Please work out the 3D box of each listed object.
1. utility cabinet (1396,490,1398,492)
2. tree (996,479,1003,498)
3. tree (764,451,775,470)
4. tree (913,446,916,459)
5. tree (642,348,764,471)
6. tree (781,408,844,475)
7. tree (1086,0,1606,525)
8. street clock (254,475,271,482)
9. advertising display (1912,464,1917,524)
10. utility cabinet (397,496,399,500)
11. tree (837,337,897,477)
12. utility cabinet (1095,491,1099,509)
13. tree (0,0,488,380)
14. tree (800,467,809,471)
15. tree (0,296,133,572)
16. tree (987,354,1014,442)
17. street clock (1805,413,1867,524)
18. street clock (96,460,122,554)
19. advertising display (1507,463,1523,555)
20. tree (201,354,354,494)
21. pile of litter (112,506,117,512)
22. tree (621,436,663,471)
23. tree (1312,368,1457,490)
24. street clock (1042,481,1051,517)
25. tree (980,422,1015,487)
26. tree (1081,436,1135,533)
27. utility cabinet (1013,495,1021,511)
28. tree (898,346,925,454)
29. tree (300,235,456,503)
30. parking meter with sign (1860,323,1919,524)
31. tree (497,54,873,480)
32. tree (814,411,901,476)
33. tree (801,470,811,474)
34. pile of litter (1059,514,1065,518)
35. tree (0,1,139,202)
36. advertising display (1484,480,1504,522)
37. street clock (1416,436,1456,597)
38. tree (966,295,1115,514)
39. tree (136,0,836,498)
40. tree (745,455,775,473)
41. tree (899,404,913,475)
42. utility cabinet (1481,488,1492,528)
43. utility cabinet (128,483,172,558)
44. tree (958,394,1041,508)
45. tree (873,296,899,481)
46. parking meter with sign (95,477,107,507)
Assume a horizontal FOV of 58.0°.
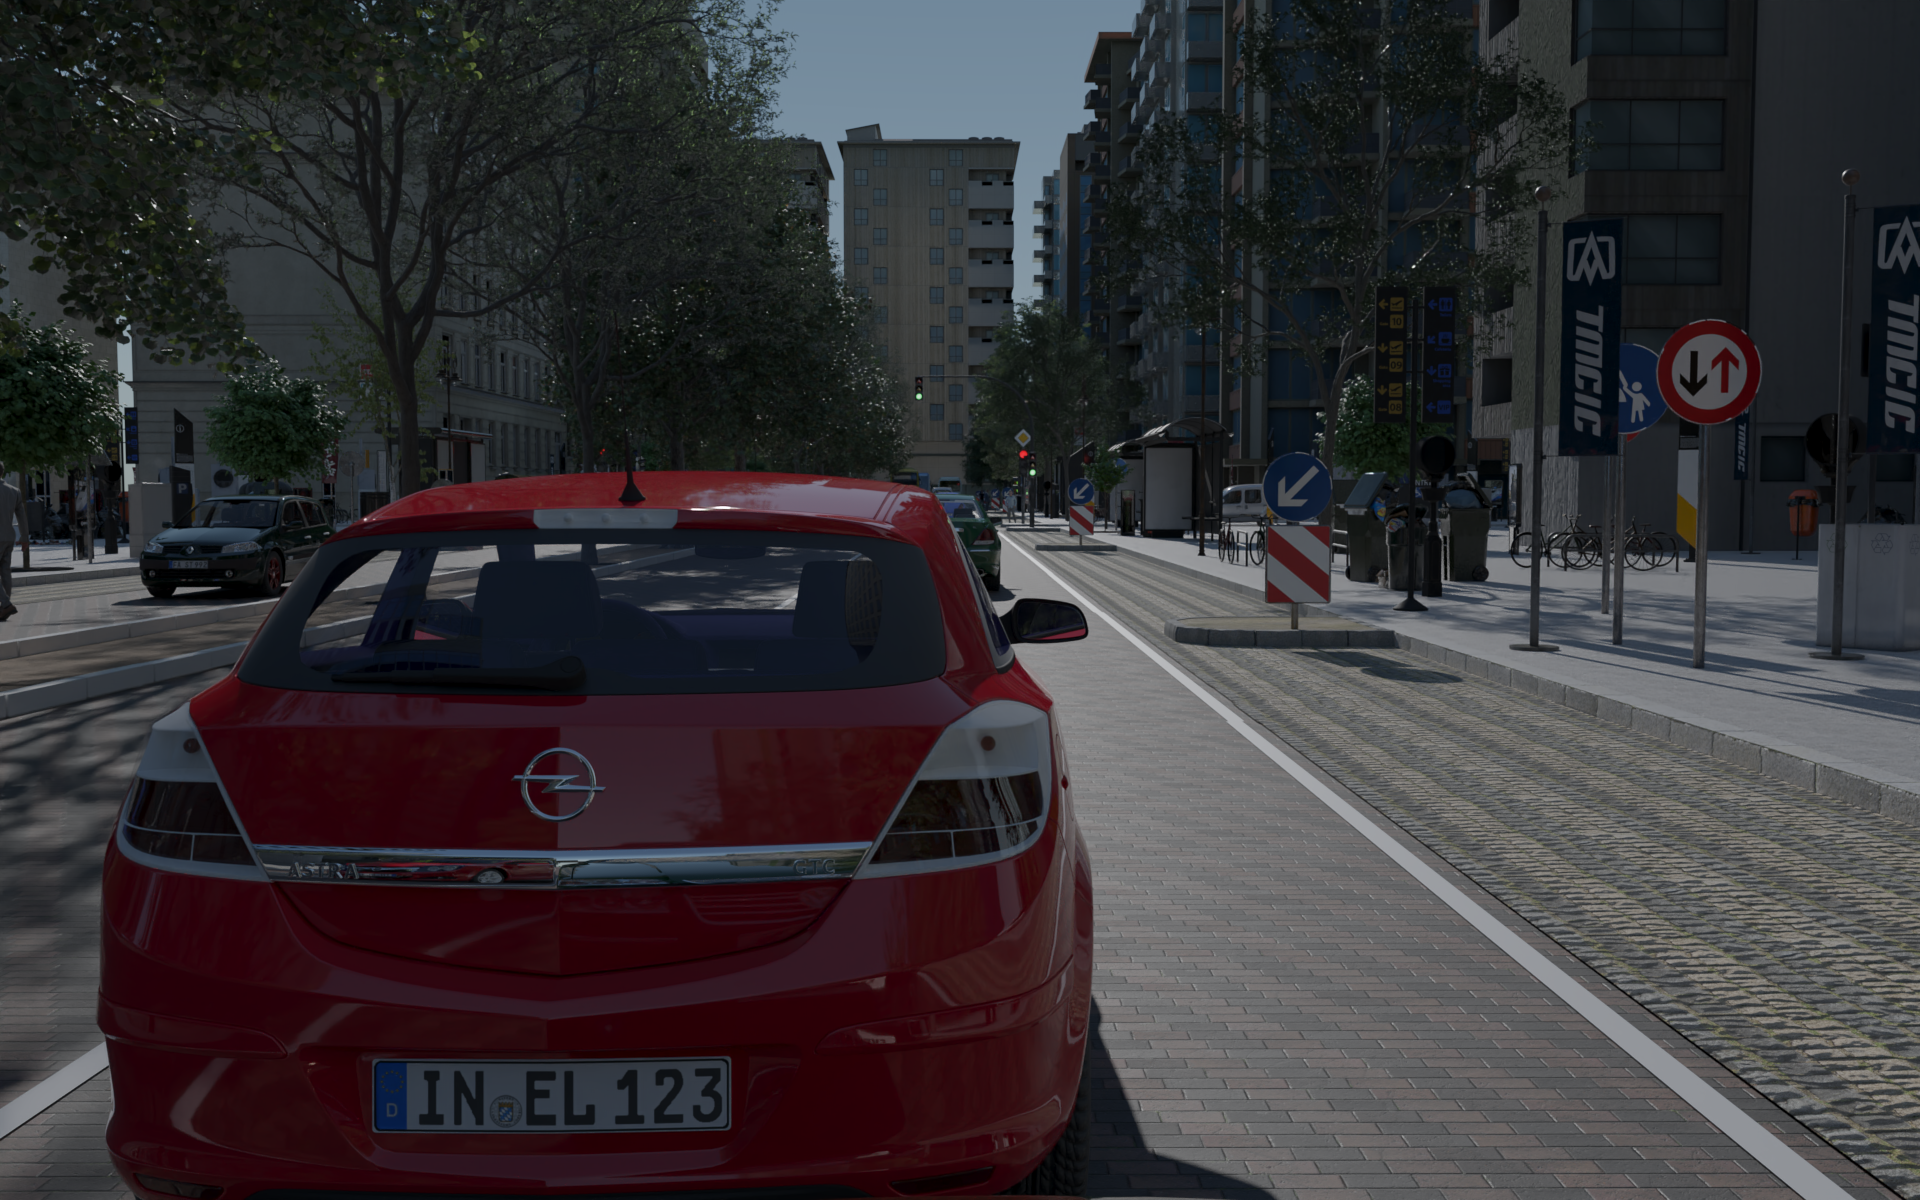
[{"bbox_3d":[20.008,-4.336,79.574,1.173,1.500,0.318,2,4,33],"label":"utility cabinet"},{"bbox_3d":[4.187,-14.998,195.583,4.737,8.622,4.395,0,3,0],"label":"tree"},{"bbox_3d":[-16.546,-14.158,149.618,7.486,12.596,7.792,0,3,0],"label":"tree"},{"bbox_3d":[-7.976,-12.444,122.927,9.611,12.733,9.660,0,3,0],"label":"tree"},{"bbox_3d":[-17.296,-11.885,112.449,7.486,12.596,7.792,0,3,0],"label":"tree"},{"bbox_3d":[-7.679,-8.287,88.309,4.360,8.622,3.978,0,3,0],"label":"tree"},{"bbox_3d":[6.054,-5.775,28.827,8.767,10.594,7.601,1,4,14],"label":"tree"},{"bbox_3d":[-19.613,-2.705,48.800,0.471,2.002,0.358,-1,4,-13],"label":"street clock"},{"bbox_3d":[20.722,-1.924,36.676,0.974,1.923,0.123,1,4,14],"label":"advertising display"},{"bbox_3d":[-40.419,-6.939,124.621,1.020,1.237,0.306,2,4,27],"label":"utility cabinet"},{"bbox_3d":[-7.774,-11.309,113.109,9.928,11.665,9.643,0,3,0],"label":"tree"},{"bbox_3d":[9.339,-6.984,122.872,1.173,1.500,0.318,-1,4,-14],"label":"utility cabinet"},{"bbox_3d":[-6.993,-6.178,10.126,9.857,13.997,8.962,0,3,0],"label":"tree"},{"bbox_3d":[-16.289,-13.463,170.477,4.737,8.622,4.395,0,3,0],"label":"tree"},{"bbox_3d":[-15.760,-2.772,29.041,4.285,4.588,4.351,0,3,0],"label":"tree"},{"bbox_3d":[5.214,-9.034,82.114,8.767,10.594,7.601,1,4,11],"label":"tree"},{"bbox_3d":[7.854,-0.672,15.558,0.358,2.002,0.471,-3,5,-41],"label":"street clock"},{"bbox_3d":[-18.198,-1.989,37.087,0.358,2.002,0.471,1,4,22],"label":"street clock"},{"bbox_3d":[11.759,-1.927,36.719,0.123,1.923,0.974,0,4,7],"label":"advertising display"},{"bbox_3d":[-16.013,-3.476,40.551,4.285,4.588,4.351,0,3,0],"label":"tree"},{"bbox_3d":[-32.394,-3.180,65.951,1.176,0.858,1.719,3,5,44],"label":"pile of litter"},{"bbox_3d":[-16.793,-6.729,93.740,4.285,4.588,4.351,0,3,0],"label":"tree"},{"bbox_3d":[10.407,-3.598,42.537,4.285,4.588,4.351,0,3,0],"label":"tree"},{"bbox_3d":[4.768,-5.542,95.174,0.471,2.002,0.358,-1,4,-22],"label":"street clock"},{"bbox_3d":[4.894,-16.242,183.677,7.486,12.596,7.792,0,3,0],"label":"tree"},{"bbox_3d":[4.727,-3.850,57.552,1.663,3.219,1.824,0,3,0],"label":"tree"},{"bbox_3d":[4.456,-7.427,132.600,1.020,1.237,0.306,2,4,27],"label":"utility cabinet"},{"bbox_3d":[-7.422,-10.159,78.929,12.009,13.543,11.850,0,3,0],"label":"tree"},{"bbox_3d":[-15.914,-5.979,48.114,4.737,8.622,4.395,0,3,0],"label":"tree"},{"bbox_3d":[9.947,-1.282,17.230,0.543,3.016,1.738,-3,5,-41],"label":"parking meter with sign"},{"bbox_3d":[-7.399,-7.687,45.147,9.611,12.733,9.660,0,3,0],"label":"tree"},{"bbox_3d":[-7.696,-10.232,104.158,8.767,10.594,7.601,0,4,0],"label":"tree"},{"bbox_3d":[-16.469,-12.955,195.521,4.285,4.588,4.351,0,3,0],"label":"tree"},{"bbox_3d":[6.022,-4.897,94.033,1.176,0.858,1.719,-2,4,-26],"label":"pile of litter"},{"bbox_3d":[-7.056,-6.669,21.872,12.009,13.543,11.850,0,3,0],"label":"tree"},{"bbox_3d":[24.823,-4.607,80.544,0.123,1.923,0.974,-3,5,-39],"label":"advertising display"},{"bbox_3d":[5.898,-1.040,21.582,0.471,2.002,0.358,-1,4,-9],"label":"street clock"},{"bbox_3d":[5.707,-12.455,110.302,9.857,13.997,8.962,0,3,0],"label":"tree"},{"bbox_3d":[-7.411,-7.425,34.232,12.009,13.543,11.850,0,3,0],"label":"tree"},{"bbox_3d":[-16.709,-9.633,141.205,4.285,4.588,4.351,0,3,0],"label":"tree"},{"bbox_3d":[-7.694,-10.761,95.403,9.611,12.733,9.660,0,3,0],"label":"tree"},{"bbox_3d":[19.117,-3.393,64.159,1.173,1.500,0.318,-1,4,-22],"label":"utility cabinet"},{"bbox_3d":[-16.299,-1.601,34.862,0.318,1.500,1.173,0,4,2],"label":"utility cabinet"},{"bbox_3d":[4.343,-14.980,161.937,9.611,12.733,9.660,0,3,0],"label":"tree"},{"bbox_3d":[-7.036,-8.304,55.230,9.611,12.733,9.660,0,3,0],"label":"tree"},{"bbox_3d":[-73.467,-9.279,147.964,0.543,3.016,1.738,-3,5,-40],"label":"parking meter with sign"}]
